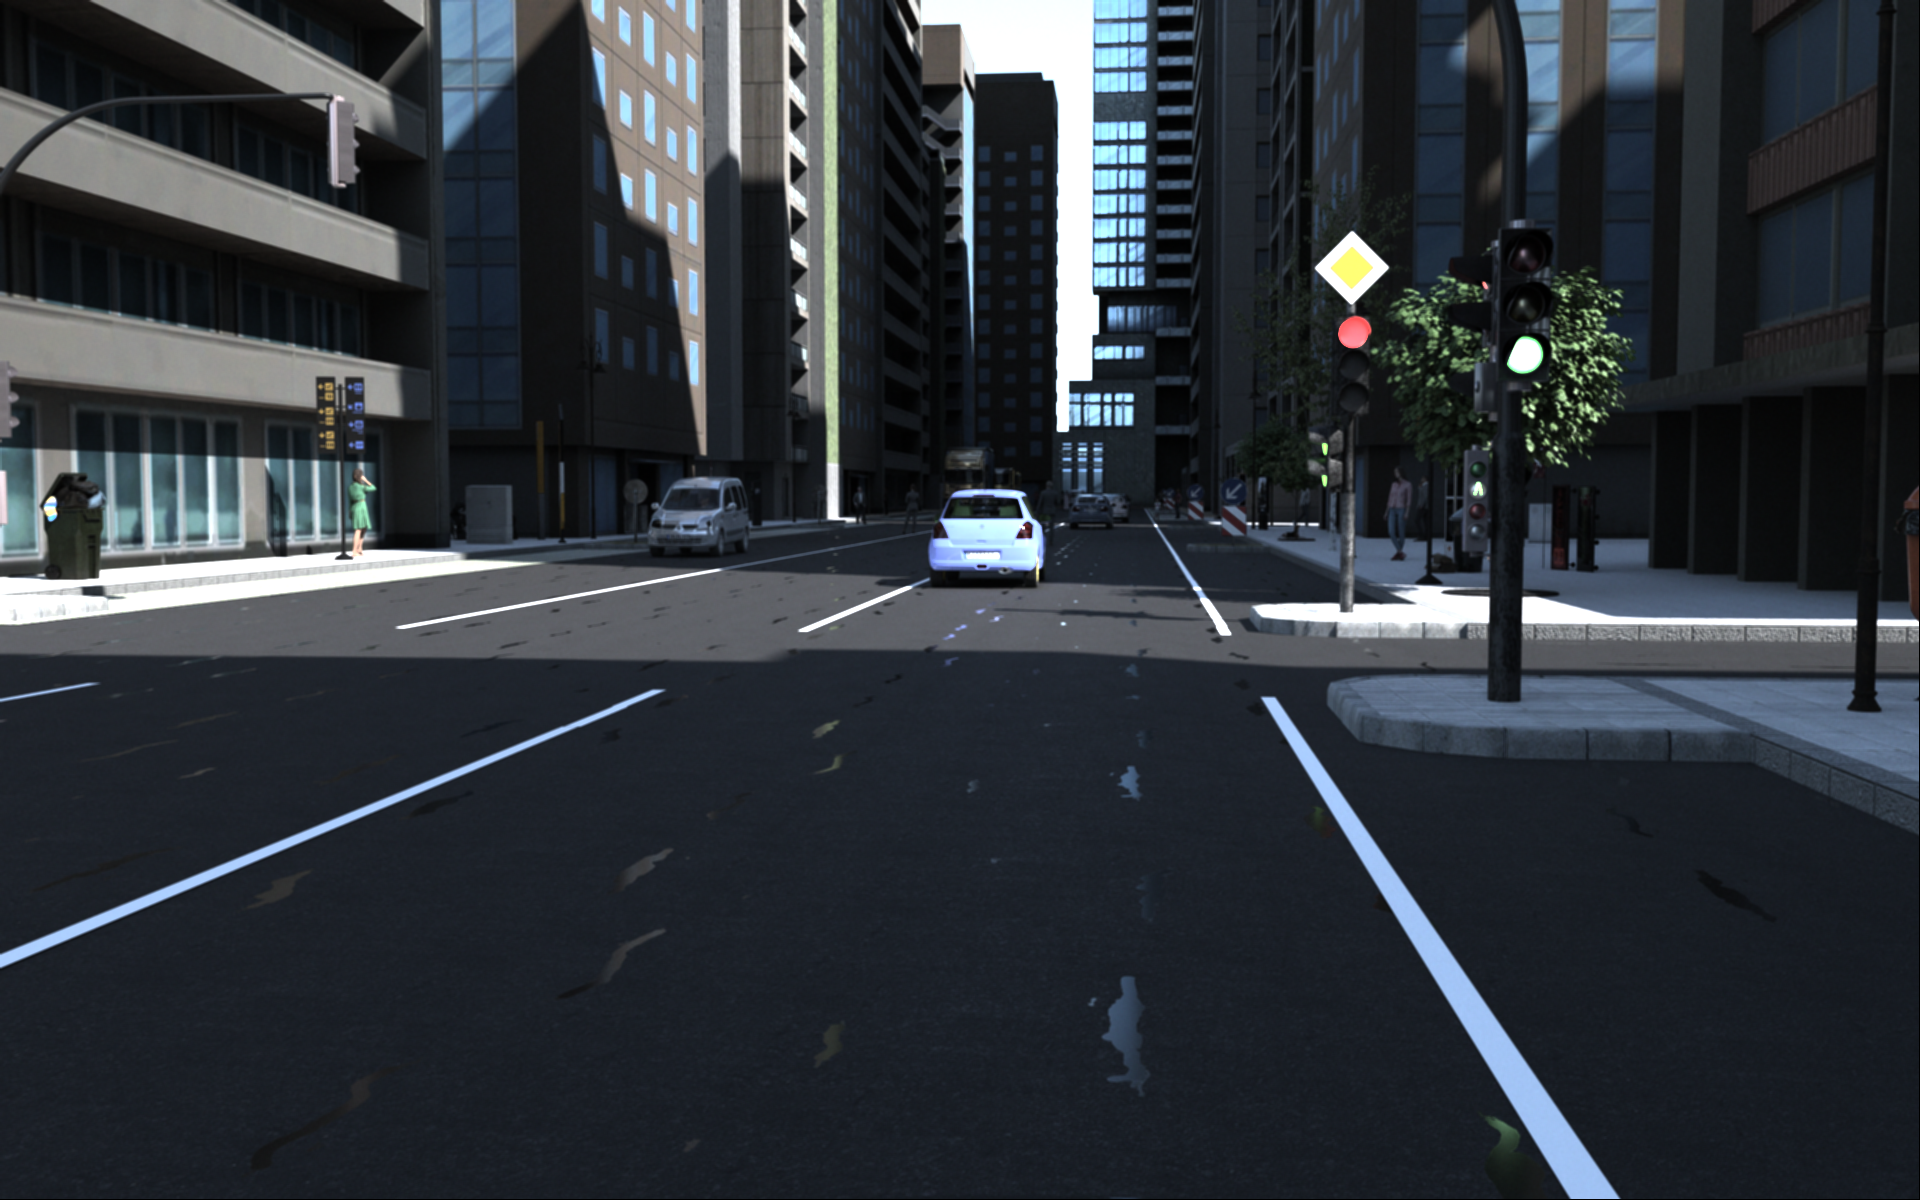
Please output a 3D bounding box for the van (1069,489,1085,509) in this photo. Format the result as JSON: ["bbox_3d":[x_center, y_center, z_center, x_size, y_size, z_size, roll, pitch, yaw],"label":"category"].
[{"bbox_3d":[11.455,-9.902,168.901,2.013,2.044,4.112,0,4,5],"label":"van"}]

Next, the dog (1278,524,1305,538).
[{"bbox_3d":[9.663,-2.001,50.459,0.550,0.427,0.748,-2,4,-26],"label":"dog"}]

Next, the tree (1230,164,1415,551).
[{"bbox_3d":[8.405,-5.438,39.276,4.737,8.622,4.395,0,3,0],"label":"tree"}]

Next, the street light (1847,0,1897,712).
[{"bbox_3d":[5.360,-2.281,10.088,0.468,5.910,1.993,0,4,6],"label":"street light"}]

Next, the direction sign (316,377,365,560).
[{"bbox_3d":[-11.975,-2.542,33.560,0.876,3.537,0.379,-1,4,-11],"label":"direction sign"}]

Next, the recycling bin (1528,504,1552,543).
[{"bbox_3d":[15.435,-2.017,45.537,0.722,1.027,0.722,3,5,42],"label":"recycling bin"}]

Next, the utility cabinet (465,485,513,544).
[{"bbox_3d":[-12.053,-2.179,44.307,1.173,1.500,0.318,1,4,16],"label":"utility cabinet"}]

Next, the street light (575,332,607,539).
[{"bbox_3d":[-10.512,-4.693,49.514,0.468,5.910,1.993,0,4,6],"label":"street light"}]

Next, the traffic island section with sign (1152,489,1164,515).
[{"bbox_3d":[14.567,-6.869,120.940,1.989,1.847,2.006,0,4,6],"label":"traffic island section with sign"}]

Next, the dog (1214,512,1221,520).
[{"bbox_3d":[13.110,-4.269,87.533,0.748,0.427,0.550,0,4,-6],"label":"dog"}]

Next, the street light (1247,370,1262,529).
[{"bbox_3d":[10.779,-5.545,63.445,0.468,5.910,1.993,0,4,6],"label":"street light"}]

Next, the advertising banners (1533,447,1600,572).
[{"bbox_3d":[10.155,-2.019,29.198,0.090,3.025,2.074,-1,4,-13],"label":"advertising banners"}]

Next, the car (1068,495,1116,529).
[{"bbox_3d":[5.505,-3.691,72.349,2.014,1.417,4.499,0,4,6],"label":"car"}]

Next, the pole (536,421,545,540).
[{"bbox_3d":[-11.739,-3.340,48.458,0.158,3.312,0.155,0,3,0],"label":"pole"}]

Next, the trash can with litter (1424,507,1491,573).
[{"bbox_3d":[8.150,-1.031,28.252,1.055,1.170,0.624,-2,4,-26],"label":"trash can with litter"}]

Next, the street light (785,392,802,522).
[{"bbox_3d":[-7.536,-6.472,78.602,0.468,5.910,1.993,0,4,6],"label":"street light"}]

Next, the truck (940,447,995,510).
[{"bbox_3d":[0.589,-7.162,106.008,2.839,4.237,11.283,0,4,5],"label":"truck"}]

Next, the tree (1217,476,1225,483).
[{"bbox_3d":[15.371,-6.250,96.782,1.663,3.219,1.824,0,3,0],"label":"tree"}]

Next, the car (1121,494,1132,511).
[{"bbox_3d":[13.760,-8.499,148.745,2.009,1.686,4.222,0,4,5],"label":"car"}]

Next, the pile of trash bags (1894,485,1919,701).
[{"bbox_3d":[7.173,-0.005,9.837,1.912,1.369,3.447,-3,5,-43],"label":"pile of trash bags"}]

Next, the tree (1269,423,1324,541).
[{"bbox_3d":[9.243,-3.232,47.448,1.663,3.219,1.824,0,3,0],"label":"tree"}]

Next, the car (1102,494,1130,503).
[{"bbox_3d":[8.998,-5.555,102.614,2.131,1.459,4.920,0,4,5],"label":"car"}]

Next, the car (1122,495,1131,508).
[{"bbox_3d":[10.396,-6.331,115.521,2.014,1.417,4.499,0,4,4],"label":"car"}]

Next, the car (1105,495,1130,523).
[{"bbox_3d":[7.605,-4.620,87.903,2.083,1.381,4.827,0,4,4],"label":"car"}]

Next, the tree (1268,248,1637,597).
[{"bbox_3d":[6.851,-2.345,22.061,4.285,4.588,4.351,0,3,0],"label":"tree"}]

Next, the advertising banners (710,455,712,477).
[{"bbox_3d":[-11.139,-5.001,77.961,0.090,3.025,2.074,-1,4,-11],"label":"advertising banners"}]

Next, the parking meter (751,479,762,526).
[{"bbox_3d":[-8.160,-3.895,69.386,0.399,1.863,0.255,-1,4,-22],"label":"parking meter"}]

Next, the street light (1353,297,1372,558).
[{"bbox_3d":[7.898,-3.787,34.703,0.468,5.910,1.993,0,4,6],"label":"street light"}]

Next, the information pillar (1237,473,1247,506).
[{"bbox_3d":[10.042,-3.502,61.747,0.304,2.012,0.304,0,4,0],"label":"information pillar"}]

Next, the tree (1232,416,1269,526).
[{"bbox_3d":[12.648,-5.256,69.646,4.285,4.588,4.351,0,3,0],"label":"tree"}]

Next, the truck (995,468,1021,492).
[{"bbox_3d":[2.953,-8.265,131.051,3.469,3.379,9.791,0,4,7],"label":"truck"}]

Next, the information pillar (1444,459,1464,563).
[{"bbox_3d":[8.611,-1.559,29.987,0.304,2.012,0.304,-1,4,-18],"label":"information pillar"}]

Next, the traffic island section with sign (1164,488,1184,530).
[{"bbox_3d":[9.413,-3.765,70.183,1.989,1.847,2.006,0,4,6],"label":"traffic island section with sign"}]

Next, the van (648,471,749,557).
[{"bbox_3d":[-6.146,-2.076,40.952,2.013,2.044,4.112,0,4,5],"label":"van"}]

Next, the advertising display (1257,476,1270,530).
[{"bbox_3d":[10.855,-3.470,61.948,0.123,1.923,0.974,-1,4,-9],"label":"advertising display"}]

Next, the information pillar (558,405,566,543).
[{"bbox_3d":[-10.406,-3.295,45.233,0.183,3.616,0.504,-1,4,-17],"label":"information pillar"}]

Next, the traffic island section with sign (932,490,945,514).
[{"bbox_3d":[-0.886,-6.906,121.534,1.989,1.847,2.006,0,4,6],"label":"traffic island section with sign"}]

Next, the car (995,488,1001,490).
[{"bbox_3d":[2.031,-6.600,116.578,2.281,1.827,5.304,0,4,5],"label":"car"}]

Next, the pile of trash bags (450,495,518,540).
[{"bbox_3d":[-14.206,-2.404,49.057,3.447,1.369,1.912,0,4,-4],"label":"pile of trash bags"}]

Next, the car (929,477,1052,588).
[{"bbox_3d":[0.493,-1.117,27.862,1.945,1.707,3.694,0,4,5],"label":"car"}]

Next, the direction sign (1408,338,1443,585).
[{"bbox_3d":[6.689,-1.994,24.601,0.379,3.537,0.876,-2,4,-31],"label":"direction sign"}]

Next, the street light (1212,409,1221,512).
[{"bbox_3d":[13.704,-7.323,92.522,0.468,5.910,1.993,0,4,6],"label":"street light"}]
